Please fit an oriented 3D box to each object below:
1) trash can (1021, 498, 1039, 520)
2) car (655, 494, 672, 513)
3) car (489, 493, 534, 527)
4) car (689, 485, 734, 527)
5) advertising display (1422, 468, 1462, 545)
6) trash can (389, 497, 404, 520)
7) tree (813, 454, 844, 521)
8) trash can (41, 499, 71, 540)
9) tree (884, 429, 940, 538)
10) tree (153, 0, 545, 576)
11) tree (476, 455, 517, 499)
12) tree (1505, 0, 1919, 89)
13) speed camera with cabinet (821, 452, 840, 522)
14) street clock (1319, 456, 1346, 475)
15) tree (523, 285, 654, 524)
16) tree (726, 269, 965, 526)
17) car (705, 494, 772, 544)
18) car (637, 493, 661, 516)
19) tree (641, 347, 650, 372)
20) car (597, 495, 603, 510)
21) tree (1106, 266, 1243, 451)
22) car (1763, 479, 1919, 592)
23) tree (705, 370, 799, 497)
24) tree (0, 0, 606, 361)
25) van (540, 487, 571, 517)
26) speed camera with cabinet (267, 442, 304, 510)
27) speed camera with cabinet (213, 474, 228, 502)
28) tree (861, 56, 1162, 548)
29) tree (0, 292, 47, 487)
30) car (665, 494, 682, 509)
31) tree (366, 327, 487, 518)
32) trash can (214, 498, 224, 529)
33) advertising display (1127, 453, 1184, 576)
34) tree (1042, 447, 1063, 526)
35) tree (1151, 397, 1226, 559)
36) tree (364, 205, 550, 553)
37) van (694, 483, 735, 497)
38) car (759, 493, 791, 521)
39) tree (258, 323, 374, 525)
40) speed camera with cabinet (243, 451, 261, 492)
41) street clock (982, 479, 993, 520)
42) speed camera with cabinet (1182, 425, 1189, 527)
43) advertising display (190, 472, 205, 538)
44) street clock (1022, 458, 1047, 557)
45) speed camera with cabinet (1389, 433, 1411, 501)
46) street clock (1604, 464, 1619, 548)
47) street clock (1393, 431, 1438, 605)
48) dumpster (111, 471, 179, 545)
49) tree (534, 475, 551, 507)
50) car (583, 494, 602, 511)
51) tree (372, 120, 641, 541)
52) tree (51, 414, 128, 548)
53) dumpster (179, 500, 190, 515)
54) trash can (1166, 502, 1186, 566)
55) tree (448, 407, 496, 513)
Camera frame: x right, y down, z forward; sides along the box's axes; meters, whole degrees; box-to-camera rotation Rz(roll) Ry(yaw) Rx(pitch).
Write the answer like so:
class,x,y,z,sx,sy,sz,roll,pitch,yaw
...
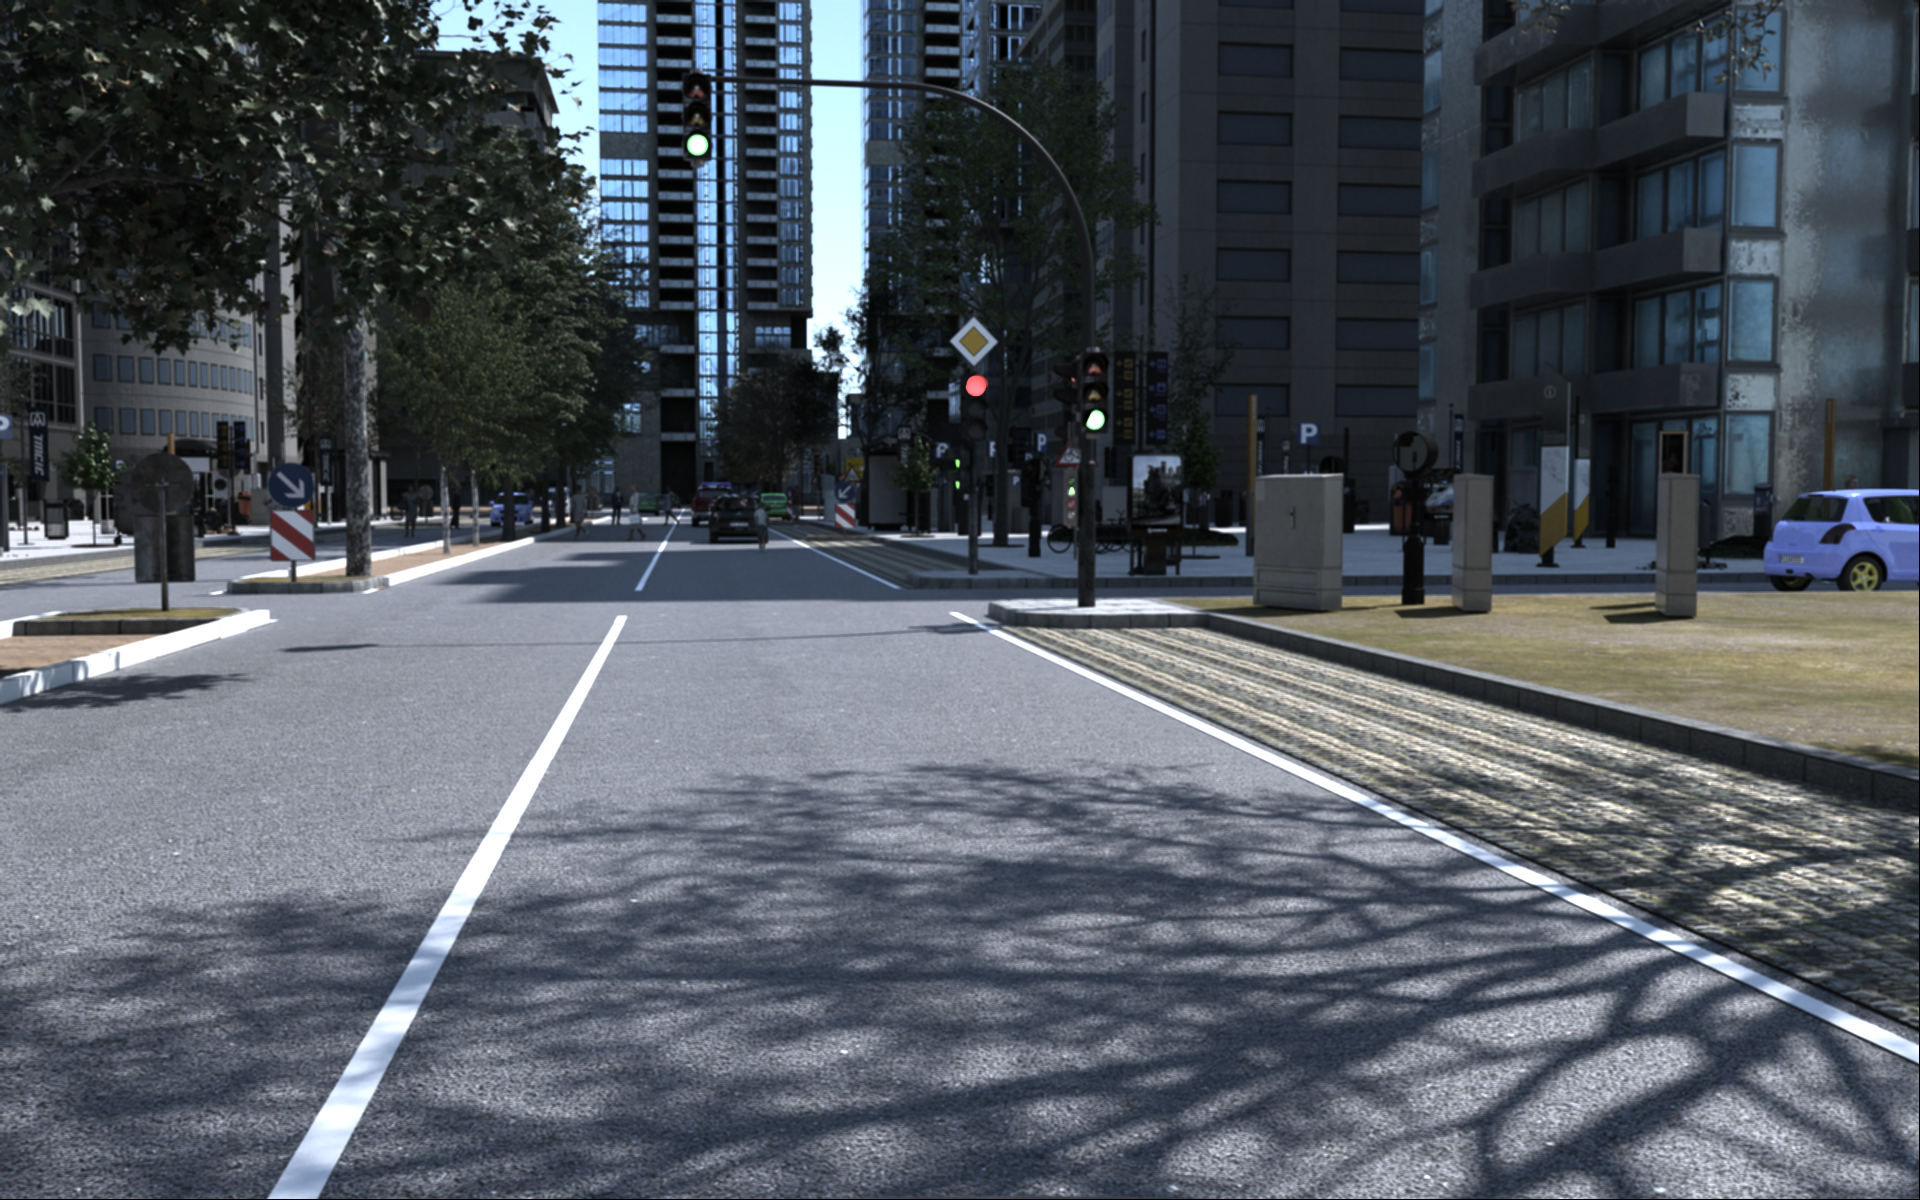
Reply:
class,x,y,z,sx,sy,sz,roll,pitch,yaw
trash can,2.614,-3.226,64.396,0.748,1.137,0.748,0,3,0
car,-22.729,-7.301,131.371,2.014,1.417,4.499,-1,4,-10
car,-20.098,-4.167,77.715,1.945,1.707,3.694,-1,4,-10
car,-10.932,-4.193,77.224,2.281,1.827,5.304,-1,4,-8
advertising display,12.116,-2.344,43.544,0.974,1.923,0.123,3,4,36
trash can,-27.395,-4.440,84.242,0.748,1.137,0.748,0,3,0
tree,-6.292,-5.452,83.743,1.663,3.219,1.824,0,3,0
trash can,-25.471,-2.273,48.811,0.748,1.137,0.748,0,3,0
tree,-1.176,-3.472,51.375,1.663,3.219,1.824,0,3,0
tree,-11.808,-10.513,30.241,12.611,20.169,13.585,0,3,0
tree,-36.387,-9.330,136.260,4.285,4.588,4.351,0,3,0
tree,5.609,-5.955,7.733,12.009,13.543,11.850,0,3,0
speed camera with cabinet,-6.017,-5.278,80.635,0.660,3.252,2.038,-1,4,-12
street clock,7.118,-1.747,33.132,0.358,2.002,0.471,-3,5,-40
tree,-18.502,-9.472,83.087,9.928,11.665,9.643,0,3,0
tree,-3.725,-8.261,69.474,7.601,10.594,8.767,3,4,37
car,-6.599,-2.558,51.615,2.009,1.686,4.222,0,4,-8
car,-20.606,-6.399,113.423,1.959,1.807,4.718,-1,4,-9
tree,-17.039,-9.335,73.218,7.486,12.596,7.792,0,3,0
car,-34.032,-9.048,160.513,1.945,1.354,3.894,-1,4,-10
tree,6.997,-6.445,55.736,4.360,8.622,3.978,0,3,0
car,13.448,-0.920,24.626,3.694,1.707,1.945,-1,4,-11
tree,-20.426,-16.350,173.977,9.857,13.997,8.962,0,3,0
tree,-7.560,-5.677,12.279,9.611,12.733,9.660,0,3,0
van,-24.715,-6.079,106.410,2.013,2.044,4.112,0,4,-8
speed camera with cabinet,-26.068,-4.442,66.963,0.660,3.252,2.038,0,4,2
speed camera with cabinet,-35.813,-5.368,82.098,2.038,3.252,0.660,-2,4,-25
tree,1.088,-7.086,41.613,9.928,11.665,9.643,0,3,0
tree,-31.558,-6.458,55.953,4.360,8.622,3.978,0,3,0
car,-28.521,-9.743,171.094,2.131,1.459,4.920,0,4,-8
tree,-28.456,-9.588,91.176,7.601,10.594,8.767,0,4,-7
trash can,-26.113,-2.988,60.506,0.748,1.137,0.748,0,3,0
advertising display,3.067,-1.346,27.221,0.974,1.923,0.123,-2,4,-26
tree,4.155,-4.642,70.493,1.663,3.219,1.824,0,3,0
tree,4.733,-2.454,34.727,1.663,3.219,1.824,0,3,0
tree,-12.267,-5.403,41.163,4.737,8.622,4.395,0,3,0
van,-13.328,-5.502,94.340,2.240,2.365,5.245,-1,4,-9
car,-10.112,-5.166,93.266,1.959,1.807,4.718,-1,4,-10
tree,-26.674,-7.462,72.365,4.360,8.622,3.978,0,3,0
speed camera with cabinet,-32.298,-5.227,79.796,0.660,3.252,2.038,0,4,3
street clock,1.468,-4.891,84.531,0.471,2.002,0.358,1,4,12
speed camera with cabinet,6.224,-3.439,50.556,0.660,3.252,2.038,0,4,-3
advertising display,-22.354,-2.786,50.760,0.123,1.923,0.974,-3,5,-41
street clock,1.516,-1.873,35.198,0.471,2.002,0.358,-2,4,-23
speed camera with cabinet,14.603,-3.770,55.969,0.660,3.252,2.038,-1,4,-14
street clock,15.512,-2.243,41.239,0.358,2.002,0.471,1,4,15
street clock,5.274,-0.950,20.101,0.358,2.002,0.471,-3,5,-43
dumpster,-20.906,-2.368,44.479,1.264,1.857,1.865,-1,4,-9
tree,-42.076,-11.015,174.697,1.663,3.219,1.824,0,3,0
car,-31.665,-8.329,147.975,2.131,1.459,4.920,0,4,-8
tree,-13.958,-8.097,52.966,7.486,12.596,7.792,0,3,0
tree,-20.902,-2.897,41.968,1.663,3.219,1.824,0,3,0
dumpster,-24.056,-3.055,52.441,1.502,2.255,1.985,-1,4,-9
trash can,3.680,-1.194,31.176,0.748,1.137,0.748,0,3,0
tree,-33.475,-10.324,119.159,4.360,8.622,3.978,0,3,0
